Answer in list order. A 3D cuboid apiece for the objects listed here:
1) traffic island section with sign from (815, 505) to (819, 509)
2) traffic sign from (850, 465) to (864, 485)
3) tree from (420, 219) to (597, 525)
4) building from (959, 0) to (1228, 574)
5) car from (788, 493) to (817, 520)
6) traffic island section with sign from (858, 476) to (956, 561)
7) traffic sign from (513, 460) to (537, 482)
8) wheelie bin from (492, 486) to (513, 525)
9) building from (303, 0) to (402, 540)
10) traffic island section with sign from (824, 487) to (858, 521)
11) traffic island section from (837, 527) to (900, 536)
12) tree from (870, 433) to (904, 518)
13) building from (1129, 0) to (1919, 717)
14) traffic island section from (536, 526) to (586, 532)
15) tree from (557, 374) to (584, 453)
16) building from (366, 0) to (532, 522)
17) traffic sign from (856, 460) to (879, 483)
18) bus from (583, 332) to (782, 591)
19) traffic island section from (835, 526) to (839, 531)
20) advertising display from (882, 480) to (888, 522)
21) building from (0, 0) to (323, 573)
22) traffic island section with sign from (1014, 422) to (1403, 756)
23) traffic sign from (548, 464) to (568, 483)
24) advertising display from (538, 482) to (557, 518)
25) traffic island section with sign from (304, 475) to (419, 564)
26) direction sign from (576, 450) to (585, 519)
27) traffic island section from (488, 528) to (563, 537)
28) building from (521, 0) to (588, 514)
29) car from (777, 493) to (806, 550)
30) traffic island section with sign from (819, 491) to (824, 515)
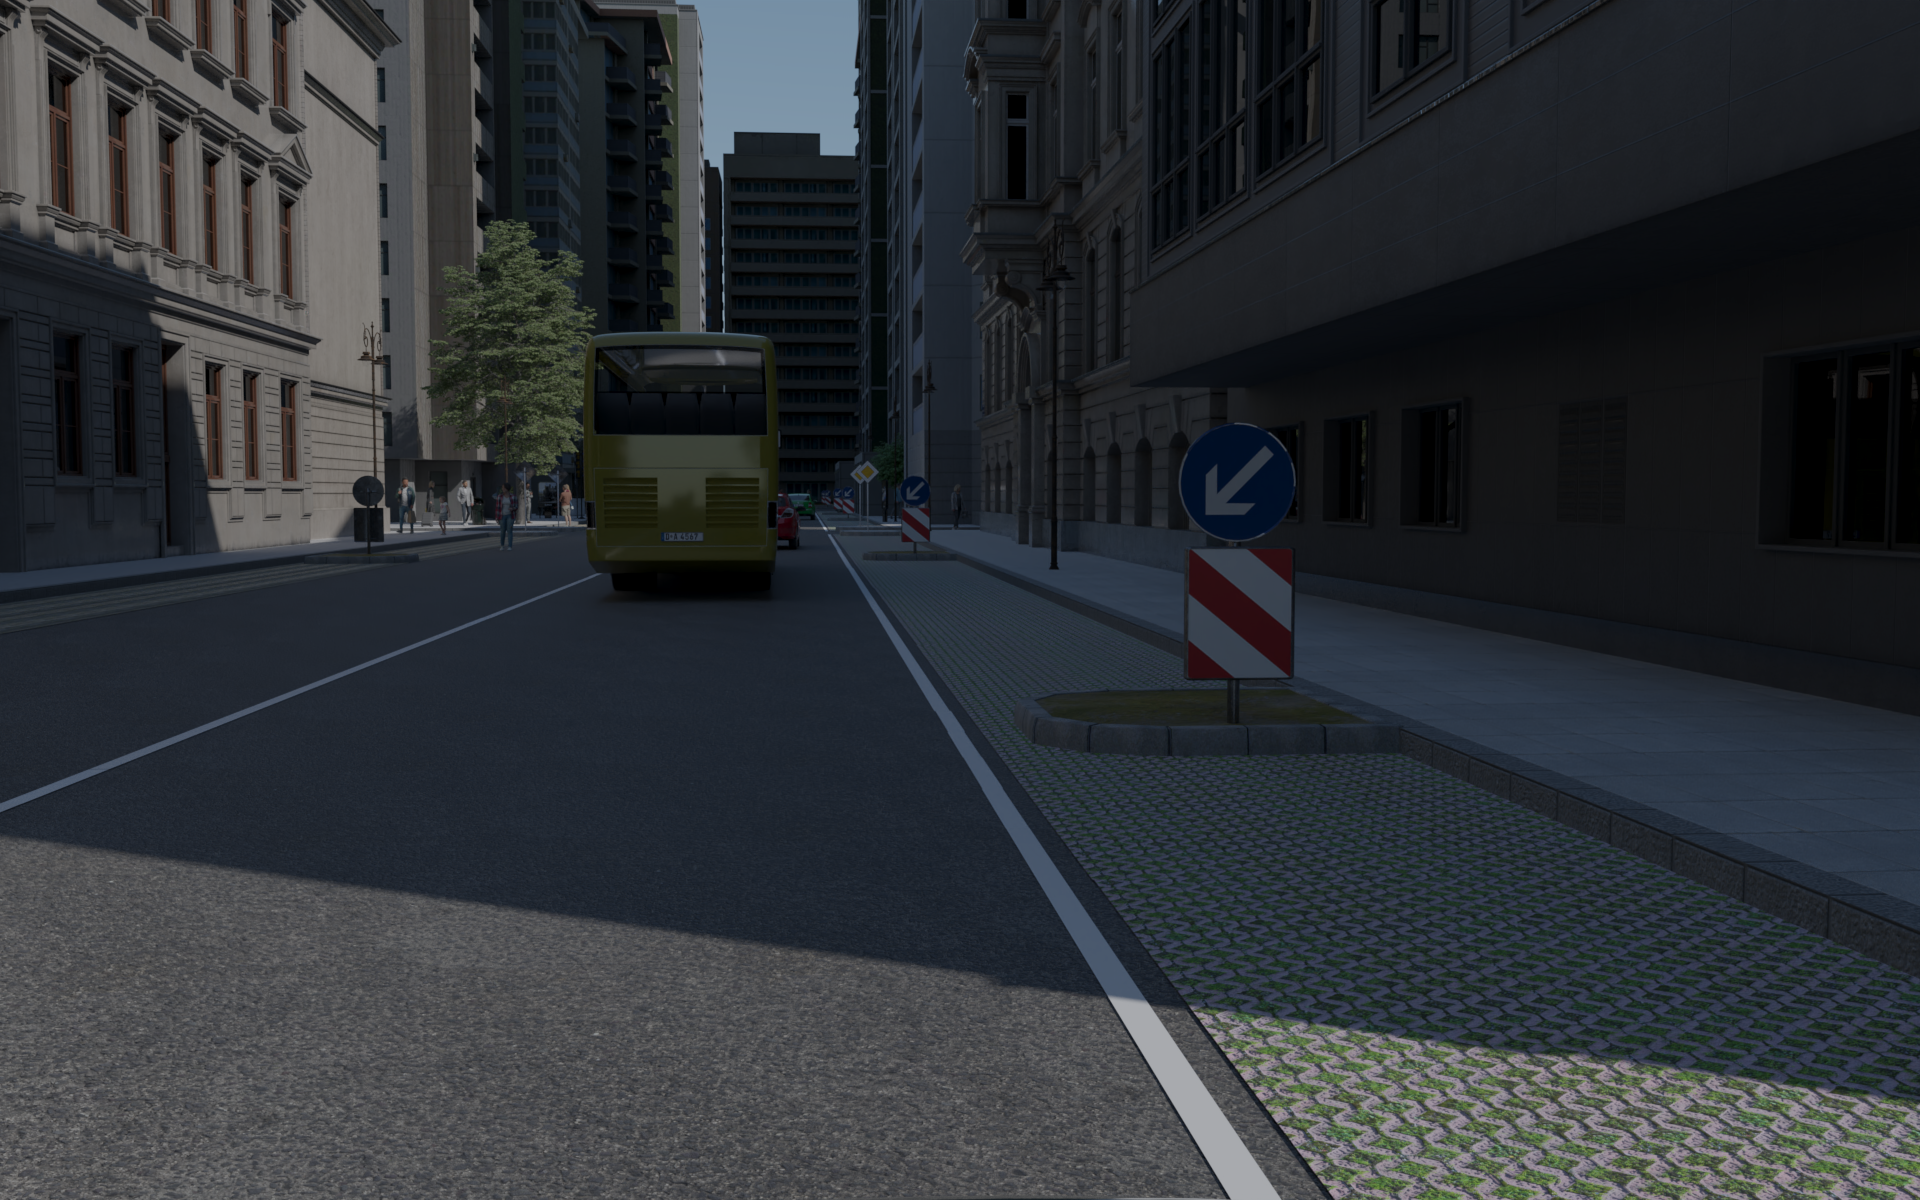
[{"bbox_3d":[-13.085,-9.850,169.683,1.989,1.847,2.006,0,4,-5],"label":"traffic island section with sign"},{"bbox_3d":[-3.899,-4.025,67.991,0.795,2.593,0.064,0,4,-5],"label":"traffic sign"},{"bbox_3d":[-18.596,-9.448,72.604,7.486,12.596,7.792,0,3,0],"label":"tree"},{"bbox_3d":[7.346,-13.686,42.852,14.460,24.649,34.723,0,4,-5],"label":"building"},{"bbox_3d":[-8.948,-5.356,96.370,1.959,1.807,4.718,0,4,-4],"label":"car"},{"bbox_3d":[-1.132,-1.787,37.851,1.989,1.847,2.006,0,4,-5],"label":"traffic island section with sign"},{"bbox_3d":[-14.827,-3.475,59.007,0.795,2.593,0.064,0,4,-5],"label":"traffic sign"},{"bbox_3d":[-18.706,-3.868,71.151,0.980,1.594,0.693,-1,4,-14],"label":"wheelie bin"},{"bbox_3d":[-27.620,-11.443,51.717,19.286,19.102,10.561,0,4,-5],"label":"building"},{"bbox_3d":[-6.096,-5.134,92.574,1.989,1.847,2.006,0,4,-5],"label":"traffic island section with sign"},{"bbox_3d":[-3.156,-2.314,60.123,2.009,0.180,2.903,0,4,-5],"label":"traffic island section"},{"bbox_3d":[-3.159,-6.656,92.542,4.285,4.588,4.351,0,3,0],"label":"tree"},{"bbox_3d":[10.471,-13.457,13.528,14.314,27.812,24.014,0,4,-5],"label":"building"},{"bbox_3d":[-15.571,-2.737,67.024,2.009,0.180,2.903,0,4,-5],"label":"traffic island section"},{"bbox_3d":[-22.316,-9.453,104.917,4.360,8.622,3.978,0,3,0],"label":"tree"},{"bbox_3d":[-29.040,-19.055,83.243,14.160,30.474,14.107,0,4,-5],"label":"building"},{"bbox_3d":[-3.179,-3.538,60.038,0.795,2.593,0.064,0,4,-5],"label":"traffic sign"},{"bbox_3d":[-4.333,-2.269,28.652,2.896,3.916,12.252,0,4,-7],"label":"bus"},{"bbox_3d":[-3.877,-2.801,68.075,2.009,0.180,2.903,0,4,-5],"label":"traffic island section"},{"bbox_3d":[-3.440,-4.536,79.376,0.123,1.923,0.974,-1,4,-14],"label":"advertising display"},{"bbox_3d":[-21.003,-12.123,34.364,11.583,22.565,21.152,0,4,-5],"label":"building"},{"bbox_3d":[1.365,-0.106,10.365,1.989,1.847,2.006,0,4,-5],"label":"traffic island section with sign"},{"bbox_3d":[-15.548,-3.961,66.959,0.795,2.593,0.064,0,4,-5],"label":"traffic sign"},{"bbox_3d":[-21.768,-5.277,91.490,0.974,1.923,0.123,-1,4,-11],"label":"advertising display"},{"bbox_3d":[-12.458,-1.690,36.257,1.989,1.847,2.006,0,4,-5],"label":"traffic island section with sign"},{"bbox_3d":[-19.477,-5.938,89.083,0.876,3.537,0.379,3,5,42],"label":"direction sign"},{"bbox_3d":[-14.850,-2.250,59.072,2.009,0.180,2.903,0,4,-5],"label":"traffic island section"},{"bbox_3d":[-38.849,-25.998,116.946,32.217,40.220,23.993,0,4,-5],"label":"building"},{"bbox_3d":[-5.185,-2.266,46.095,2.155,1.783,4.494,0,4,-4],"label":"car"},{"bbox_3d":[-8.530,-6.776,119.420,1.989,1.847,2.006,0,4,-5],"label":"traffic island section with sign"}]
